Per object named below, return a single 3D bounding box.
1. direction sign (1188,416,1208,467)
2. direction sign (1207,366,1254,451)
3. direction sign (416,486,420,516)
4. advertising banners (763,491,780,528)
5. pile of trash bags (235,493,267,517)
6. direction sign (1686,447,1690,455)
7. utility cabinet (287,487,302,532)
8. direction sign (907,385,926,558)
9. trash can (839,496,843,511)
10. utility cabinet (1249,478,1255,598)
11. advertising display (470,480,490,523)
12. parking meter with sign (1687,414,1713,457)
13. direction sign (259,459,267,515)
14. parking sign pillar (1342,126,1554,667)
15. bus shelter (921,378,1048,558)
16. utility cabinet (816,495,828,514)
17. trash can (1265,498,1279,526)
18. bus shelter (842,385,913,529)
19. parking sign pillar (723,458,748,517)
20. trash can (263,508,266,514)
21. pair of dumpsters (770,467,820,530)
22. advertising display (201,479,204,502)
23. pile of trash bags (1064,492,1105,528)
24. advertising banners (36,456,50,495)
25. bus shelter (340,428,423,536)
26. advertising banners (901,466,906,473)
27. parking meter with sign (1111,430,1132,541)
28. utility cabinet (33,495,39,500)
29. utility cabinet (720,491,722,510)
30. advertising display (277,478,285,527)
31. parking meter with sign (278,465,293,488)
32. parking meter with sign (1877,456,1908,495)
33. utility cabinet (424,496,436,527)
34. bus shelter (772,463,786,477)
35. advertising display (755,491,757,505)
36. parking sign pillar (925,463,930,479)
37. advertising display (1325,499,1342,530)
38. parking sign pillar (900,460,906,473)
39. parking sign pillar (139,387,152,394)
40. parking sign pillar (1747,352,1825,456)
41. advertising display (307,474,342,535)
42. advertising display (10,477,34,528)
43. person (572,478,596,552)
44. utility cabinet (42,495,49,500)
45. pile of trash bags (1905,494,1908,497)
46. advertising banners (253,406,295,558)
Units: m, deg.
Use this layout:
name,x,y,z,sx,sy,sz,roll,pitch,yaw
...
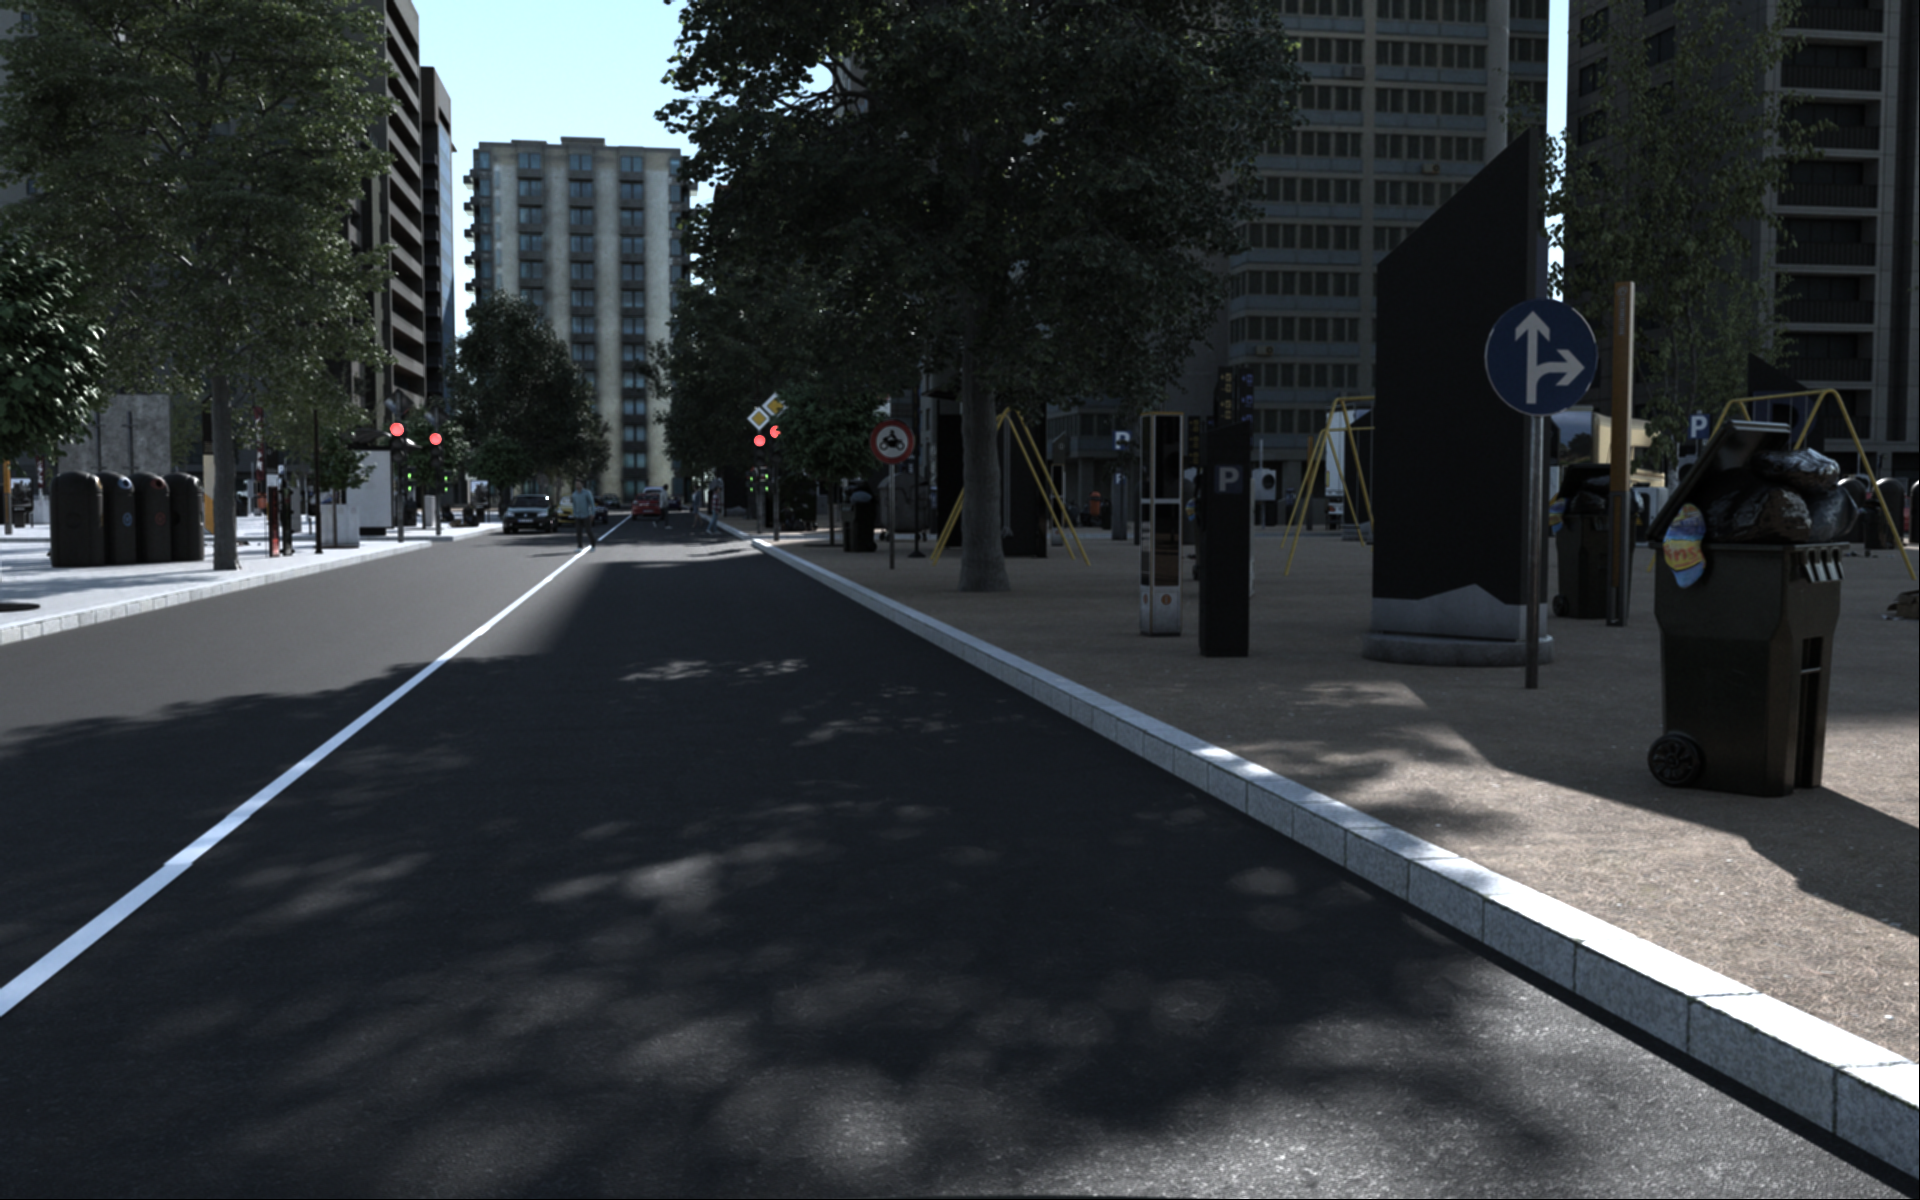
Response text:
name,x,y,z,sx,sy,sz,roll,pitch,yaw
direction sign,7.042,-3.561,50.226,0.876,3.537,0.379,1,4,10
direction sign,4.922,-2.384,30.970,0.876,3.537,0.379,-3,4,-37
direction sign,-32.499,-6.822,103.532,0.876,3.537,0.379,1,4,22
advertising banners,-6.572,-4.278,66.127,2.074,3.025,0.090,-2,4,-31
pile of trash bags,-41.282,-5.450,98.853,3.447,1.369,1.912,-3,5,-40
direction sign,34.999,-5.588,83.354,0.379,3.537,0.876,1,4,15
utility cabinet,-22.242,-3.009,57.872,0.318,1.500,1.173,-2,4,-28
direction sign,-0.879,-2.632,35.028,0.379,3.537,0.876,0,4,6
trash can,-8.433,-6.990,125.933,0.748,1.137,0.748,0,3,0
utility cabinet,3.490,-0.784,21.491,0.318,1.500,1.173,1,4,12
advertising display,-21.559,-4.440,77.810,0.974,1.923,0.123,1,4,17
parking meter with sign,16.803,-2.565,38.196,1.738,3.016,0.543,-2,4,-32
direction sign,-42.378,-6.955,105.718,0.876,3.537,0.379,1,4,15
parking sign pillar,3.880,-1.525,13.413,1.447,3.967,1.447,-3,5,-43
bus shelter,0.468,-2.835,37.627,1.731,3.624,6.357,-1,4,-10
utility cabinet,-8.894,-6.028,109.721,1.020,1.237,0.306,-1,4,-23
trash can,12.334,-3.503,68.934,0.748,1.137,0.748,0,3,0
bus shelter,-3.175,-5.144,61.739,2.179,5.291,8.768,-1,4,-10
parking sign pillar,-12.843,-6.764,99.062,1.447,3.967,1.447,1,4,10
trash can,-43.053,-5.882,107.823,0.748,1.137,0.748,0,3,0
pair of dumpsters,-6.040,-3.731,63.491,1.574,2.255,4.437,-1,4,-10
advertising display,-32.357,-4.276,75.126,0.974,1.923,0.123,-1,4,-13
pile of trash bags,4.884,-3.490,66.816,1.912,1.369,3.447,-1,4,-9
advertising banners,-41.840,-5.121,79.909,0.090,3.025,2.074,1,4,14
bus shelter,-18.683,-3.781,55.741,2.014,3.302,5.546,-1,4,-10
advertising banners,-3.082,-6.974,110.217,0.090,3.025,2.074,3,4,36
parking meter with sign,4.466,-3.184,48.321,0.543,3.016,1.738,0,4,2
utility cabinet,-58.584,-6.003,109.308,0.306,1.237,1.020,1,4,20
utility cabinet,-17.366,-7.239,127.039,0.318,1.500,1.173,2,4,24
advertising display,-26.658,-3.843,68.049,0.123,1.923,0.974,-2,4,-31
parking meter with sign,-40.375,-6.594,104.070,0.543,3.016,1.738,0,4,3
parking meter with sign,42.663,-5.042,78.697,1.738,3.016,0.543,1,4,17
utility cabinet,-20.726,-3.466,67.832,0.306,1.237,1.020,0,4,-6
bus shelter,-11.005,-8.001,108.449,2.179,5.291,8.768,-1,4,-10
advertising display,-12.969,-6.401,109.873,0.974,1.923,0.123,2,4,34
parking sign pillar,-1.740,-7.791,115.855,1.447,3.967,1.447,3,4,38
advertising display,13.349,-3.470,61.949,0.123,1.923,0.974,3,5,42
parking sign pillar,-3.509,-7.704,114.435,1.447,3.967,1.447,-2,4,-29
parking sign pillar,-20.886,-3.353,43.298,1.447,3.967,1.447,3,4,36
parking sign pillar,15.572,-2.706,32.721,1.447,3.967,1.447,1,4,15
advertising display,-20.044,-3.017,54.549,0.974,1.923,0.123,0,4,-3
advertising display,-35.919,-3.725,66.114,0.974,1.923,0.123,-1,4,-14
person,-9.296,-2.104,42.913,0.660,1.820,0.620,1,4,16
utility cabinet,-47.602,-4.835,90.209,0.306,1.237,1.020,-2,4,-34
pile of trash bags,36.772,-3.507,67.095,1.912,1.369,3.447,3,5,41
advertising banners,-13.968,-2.388,35.237,0.090,3.025,2.074,0,4,-2
